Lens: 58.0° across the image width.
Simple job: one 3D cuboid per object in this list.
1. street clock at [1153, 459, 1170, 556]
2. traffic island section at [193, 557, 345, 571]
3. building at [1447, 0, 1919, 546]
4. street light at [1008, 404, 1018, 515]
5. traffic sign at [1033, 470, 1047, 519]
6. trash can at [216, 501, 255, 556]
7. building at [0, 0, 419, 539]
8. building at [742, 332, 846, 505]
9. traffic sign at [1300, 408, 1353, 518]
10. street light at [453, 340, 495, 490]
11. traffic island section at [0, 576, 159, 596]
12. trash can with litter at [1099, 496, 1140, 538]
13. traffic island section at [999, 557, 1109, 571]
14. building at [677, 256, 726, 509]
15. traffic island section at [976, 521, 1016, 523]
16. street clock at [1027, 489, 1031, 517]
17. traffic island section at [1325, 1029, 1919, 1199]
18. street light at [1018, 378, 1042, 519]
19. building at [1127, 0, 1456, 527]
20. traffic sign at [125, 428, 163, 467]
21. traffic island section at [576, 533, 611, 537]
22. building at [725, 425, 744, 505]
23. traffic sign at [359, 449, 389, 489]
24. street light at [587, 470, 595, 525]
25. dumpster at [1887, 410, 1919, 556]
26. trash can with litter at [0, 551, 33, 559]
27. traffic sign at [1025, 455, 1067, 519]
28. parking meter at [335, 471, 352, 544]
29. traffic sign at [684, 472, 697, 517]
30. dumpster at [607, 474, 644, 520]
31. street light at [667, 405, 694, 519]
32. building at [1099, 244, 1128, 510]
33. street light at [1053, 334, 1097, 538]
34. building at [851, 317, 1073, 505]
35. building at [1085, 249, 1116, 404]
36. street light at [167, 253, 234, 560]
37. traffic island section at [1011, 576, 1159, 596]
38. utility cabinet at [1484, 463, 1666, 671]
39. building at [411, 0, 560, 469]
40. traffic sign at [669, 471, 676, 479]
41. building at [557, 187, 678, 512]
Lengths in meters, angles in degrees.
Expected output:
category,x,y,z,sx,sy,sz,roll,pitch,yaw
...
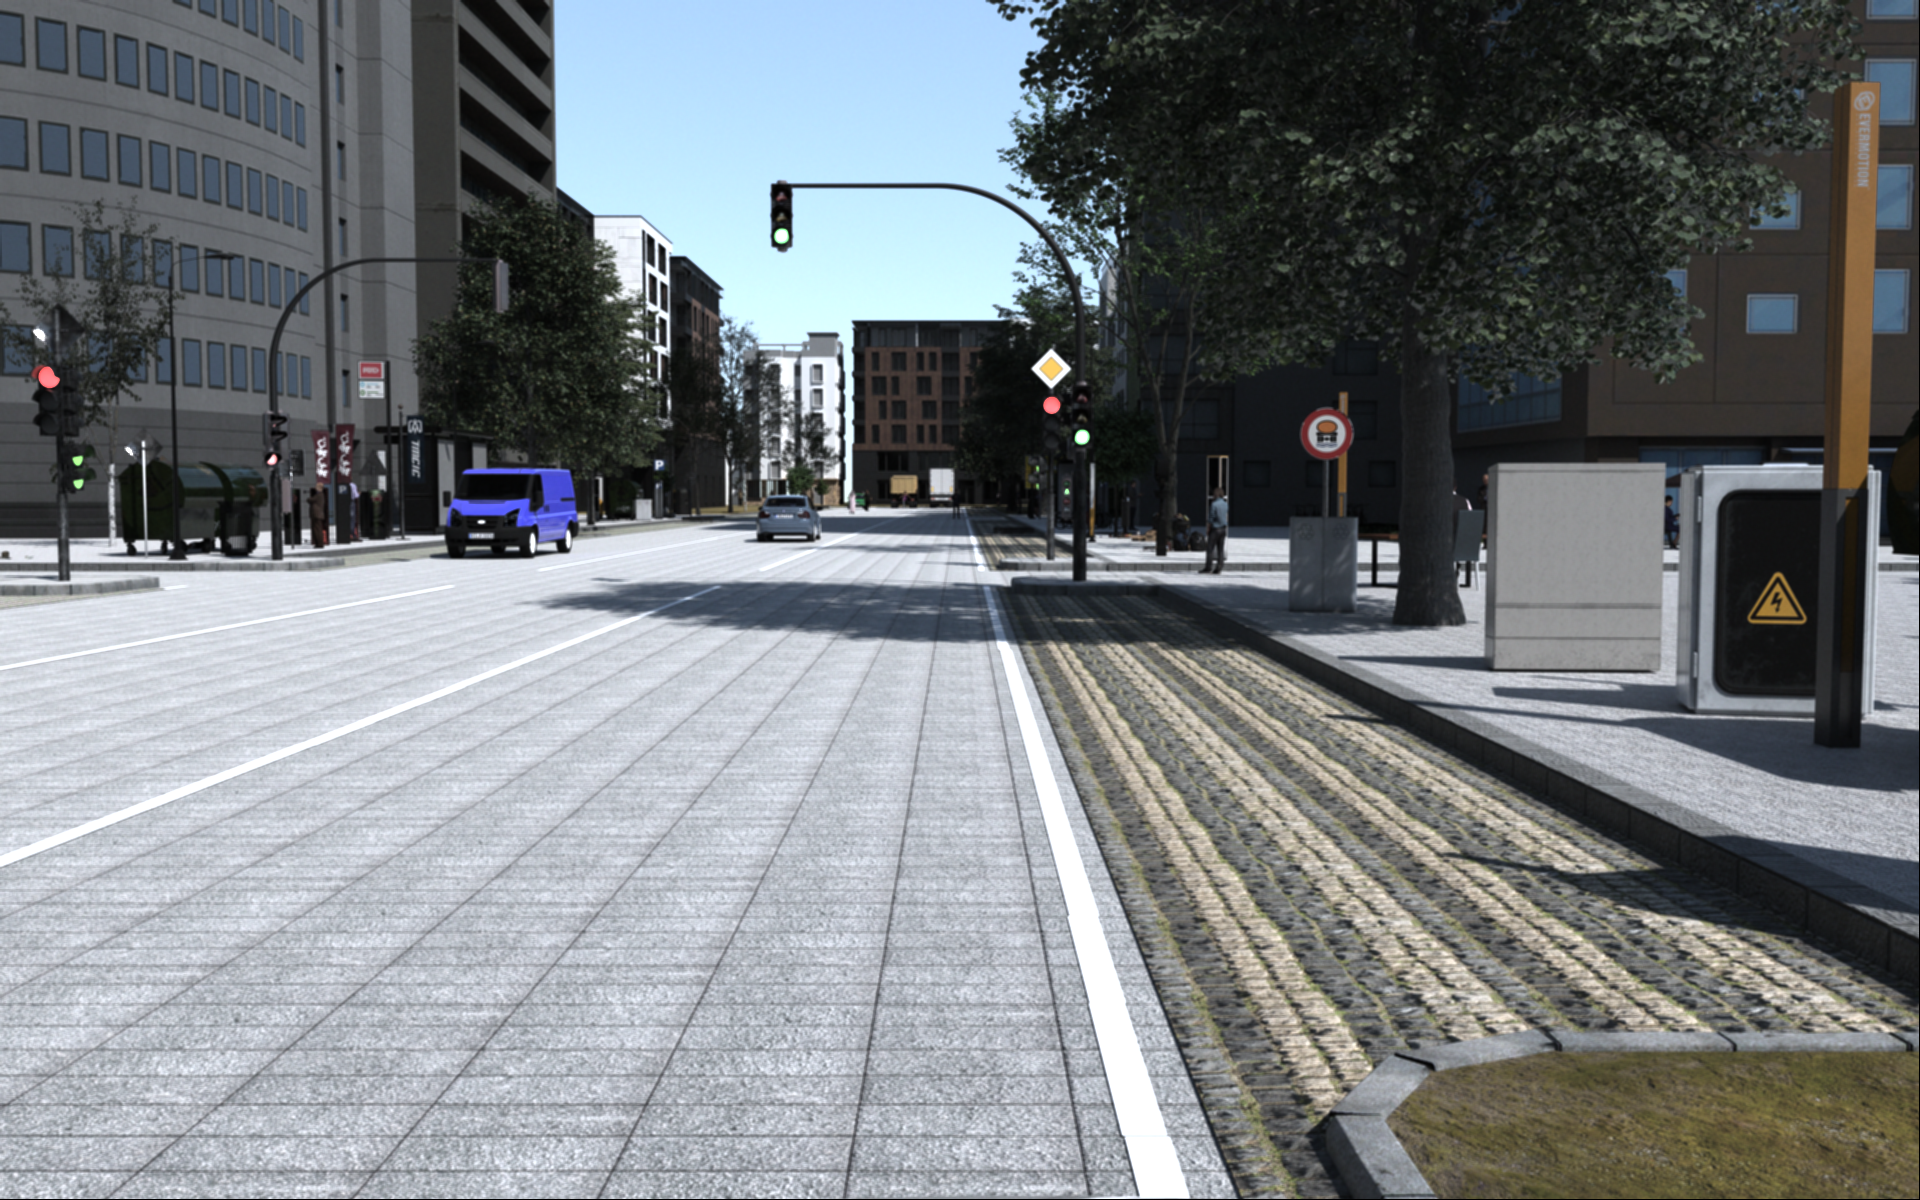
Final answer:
category,x,y,z,sx,sy,sz,roll,pitch,yaw
street clock,4.167,-1.910,35.800,0.358,2.002,0.471,0,4,-3
traffic island section,-13.262,-0.693,33.605,2.009,0.180,2.903,0,3,0
building,22.397,-24.330,47.913,14.200,45.320,14.600,0,3,0
street light,3.189,-7.142,89.308,1.470,5.913,1.316,0,3,0
traffic sign,4.029,-5.343,87.457,0.768,2.556,0.104,1,4,9
trash can,-14.956,-1.476,35.782,0.748,1.137,0.748,0,3,0
building,-34.091,-31.683,60.022,21.231,58.520,28.212,0,3,0
building,-19.923,-21.538,208.572,11.380,20.091,16.016,0,3,0
traffic sign,5.411,-1.560,25.619,0.768,2.556,0.104,0,4,6
street light,-14.738,-4.887,52.443,1.470,5.913,1.316,0,3,0
traffic island section,-13.261,-0.204,25.620,2.009,0.180,2.903,0,3,0
trash can with litter,4.943,-2.450,51.121,1.678,1.210,2.233,0,4,-1
traffic island section,1.779,-0.692,33.603,2.009,0.180,2.903,0,3,0
building,-39.790,-19.501,162.815,32.646,21.610,27.936,0,3,0
traffic island section,1.767,-3.867,86.087,1.991,0.108,1.994,0,3,0
street clock,3.872,-5.585,95.884,0.358,2.002,0.471,3,5,39
traffic island section,1.784,1.192,3.369,1.991,0.108,1.994,0,3,0
street light,3.174,-5.913,69.211,1.470,5.913,1.316,0,3,0
building,14.095,-23.874,73.929,14.154,41.232,14.086,0,3,0
traffic sign,-16.170,-2.117,34.345,0.795,2.593,0.064,0,4,6
traffic island section,-12.945,-2.196,58.776,1.991,0.108,1.994,0,3,0
building,-40.032,-16.089,205.209,28.070,9.664,9.099,0,3,0
traffic sign,-17.004,-3.072,50.233,0.884,2.594,0.081,0,4,1
street light,-14.705,-6.044,71.367,1.470,5.913,1.316,0,3,0
dumpster,5.345,-0.316,7.656,1.502,2.255,1.985,0,3,0
trash can with litter,-19.596,-1.418,34.242,2.233,1.210,1.678,0,4,-2
traffic sign,4.500,-5.894,90.237,2.265,3.308,0.079,0,4,2
parking meter,-15.829,-2.372,44.489,0.399,1.863,0.255,-1,4,-18
traffic sign,-15.387,-6.046,98.958,0.768,2.556,0.104,0,4,1
dumpster,-16.466,-5.054,85.126,1.502,2.255,1.985,0,3,0
street light,-14.635,-7.231,90.760,1.470,5.913,1.316,0,3,0
building,19.929,-16.043,128.761,16.747,18.905,31.486,0,3,0
street light,3.263,-4.755,50.287,1.470,5.913,1.316,0,3,0
building,3.549,-22.647,214.254,32.646,21.610,27.936,0,3,0
building,26.806,-19.371,160.684,27.936,21.610,32.646,0,3,0
street light,-14.680,-3.730,33.519,1.470,5.913,1.316,0,3,0
traffic island section,1.780,-0.204,25.618,2.009,0.180,2.903,0,3,0
utility cabinet,4.438,-0.236,12.541,1.173,1.500,0.318,0,4,4
building,-34.860,-28.714,93.171,21.300,48.544,21.600,0,3,0
traffic sign,-16.428,-6.007,97.940,0.795,2.593,0.064,0,4,6
building,-37.277,-17.193,125.084,27.936,21.610,32.646,0,3,0
